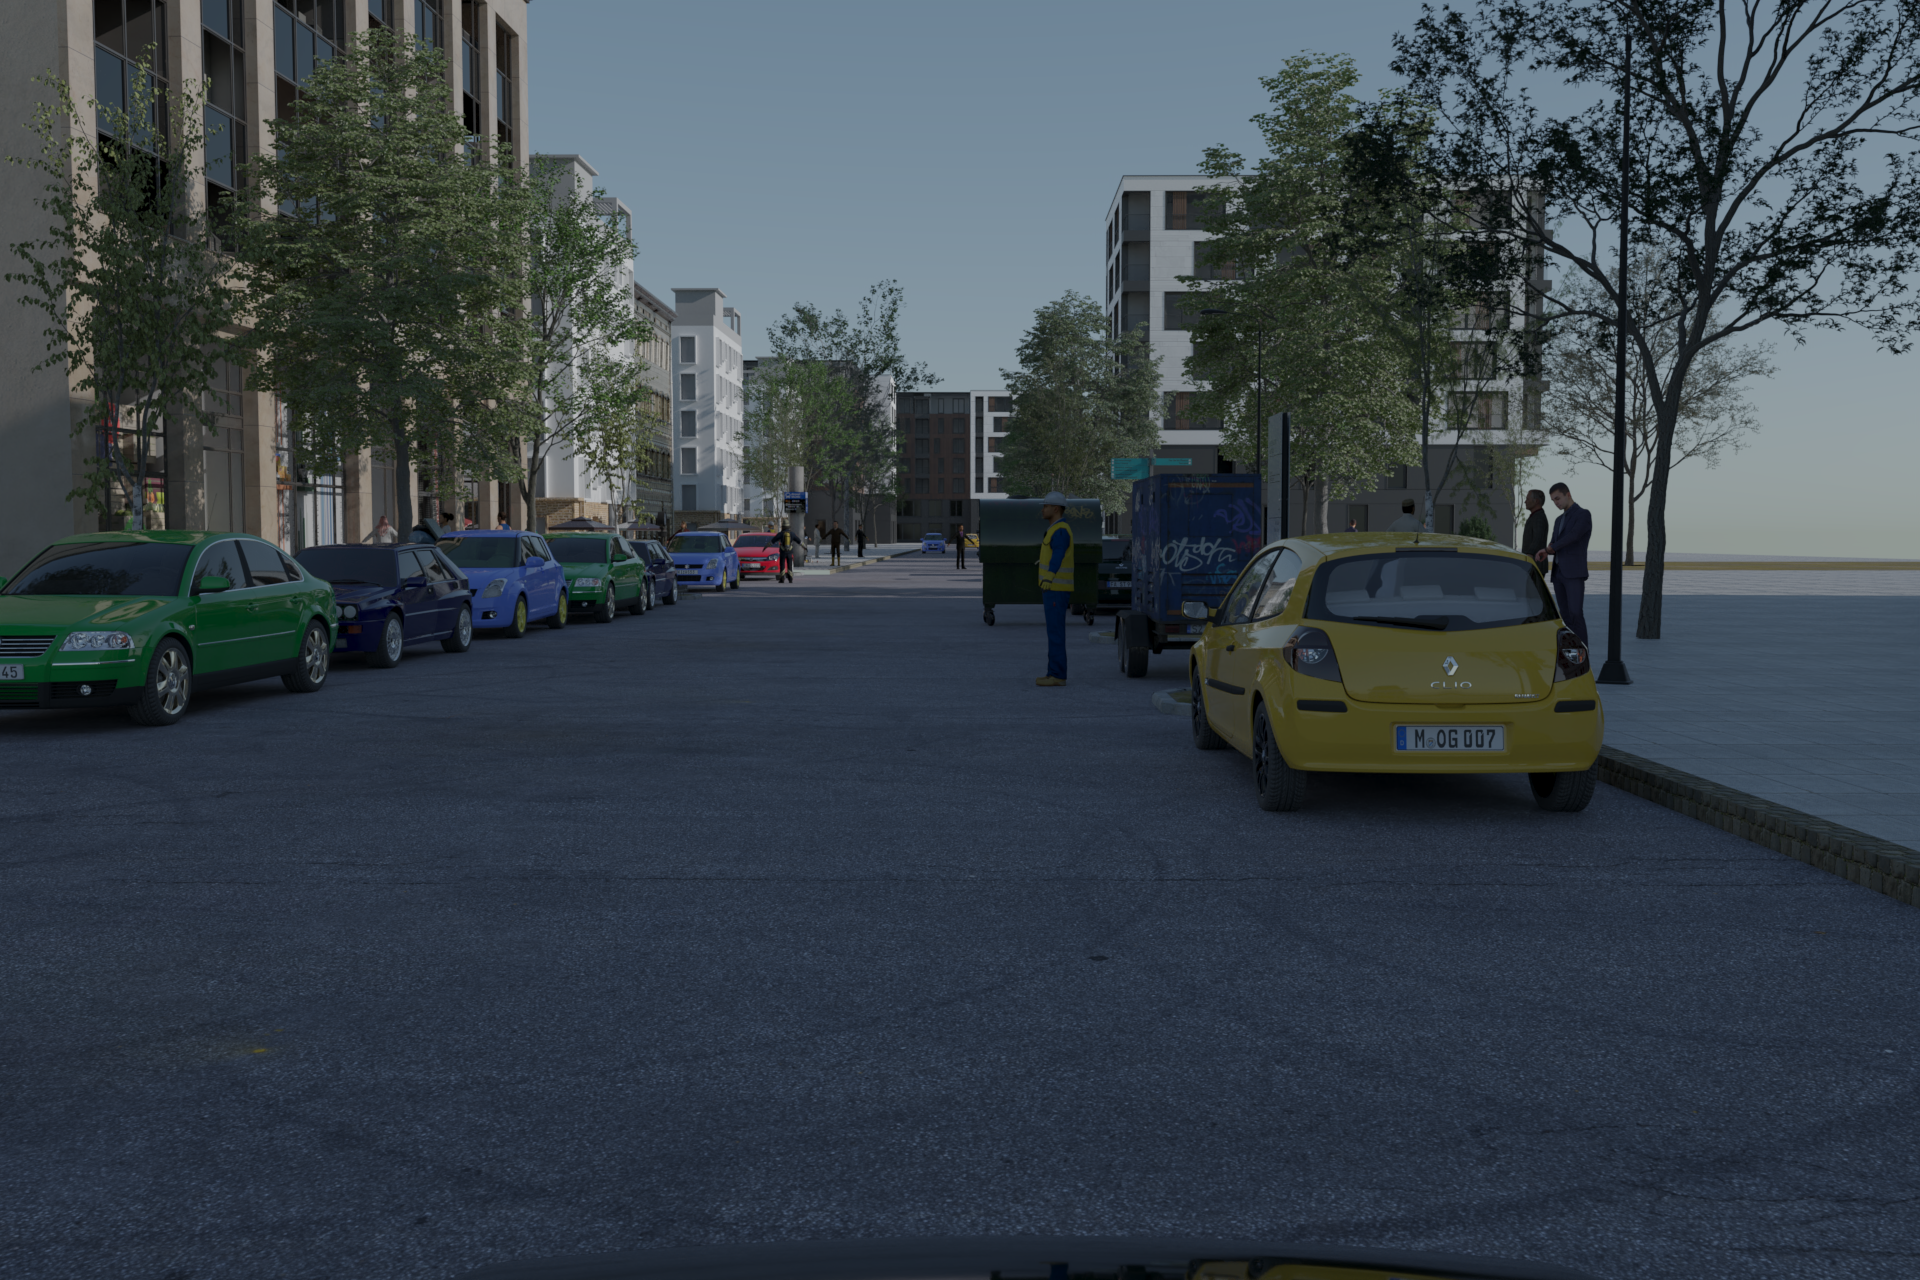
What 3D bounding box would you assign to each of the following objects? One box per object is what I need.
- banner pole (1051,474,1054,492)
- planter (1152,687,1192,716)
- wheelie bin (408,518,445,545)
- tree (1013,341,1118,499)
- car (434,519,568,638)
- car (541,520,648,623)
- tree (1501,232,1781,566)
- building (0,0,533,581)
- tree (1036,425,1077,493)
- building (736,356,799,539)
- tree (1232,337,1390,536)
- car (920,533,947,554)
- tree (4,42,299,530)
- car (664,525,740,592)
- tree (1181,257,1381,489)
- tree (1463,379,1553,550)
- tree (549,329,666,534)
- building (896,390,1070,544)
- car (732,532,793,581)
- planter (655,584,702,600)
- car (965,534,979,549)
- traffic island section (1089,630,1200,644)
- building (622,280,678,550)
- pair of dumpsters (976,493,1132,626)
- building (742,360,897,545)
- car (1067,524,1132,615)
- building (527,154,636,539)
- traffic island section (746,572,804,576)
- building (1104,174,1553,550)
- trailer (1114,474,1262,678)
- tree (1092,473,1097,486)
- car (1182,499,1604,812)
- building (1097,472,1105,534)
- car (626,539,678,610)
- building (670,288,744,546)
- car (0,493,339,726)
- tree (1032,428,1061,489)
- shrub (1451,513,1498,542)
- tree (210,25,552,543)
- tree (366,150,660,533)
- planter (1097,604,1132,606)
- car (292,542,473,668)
[{"bbox_3d":[3.815,-4.980,71.440,0.401,3.779,0.863,0,4,0],"label":"banner pole"},{"bbox_3d":[2.618,0.417,14.321,1.991,0.319,1.994,0,4,1],"label":"planter"},{"bbox_3d":[-10.609,-1.634,34.628,0.693,1.594,0.980,0,4,0],"label":"wheelie bin"},{"bbox_3d":[3.724,-7.131,66.953,4.360,8.622,3.978,0,3,0],"label":"tree"},{"bbox_3d":[-6.846,-0.938,24.933,1.945,1.707,3.694,0,4,1],"label":"car"},{"bbox_3d":[-6.485,-1.255,29.310,1.959,1.807,4.718,0,4,0],"label":"car"},{"bbox_3d":[27.063,-9.717,69.250,12.009,13.543,11.850,0,3,0],"label":"tree"},{"bbox_3d":[-29.056,-17.541,53.018,22.709,31.103,35.509,0,4,1],"label":"building"},{"bbox_3d":[6.605,-9.643,108.026,4.737,8.622,4.395,0,3,0],"label":"tree"},{"bbox_3d":[-23.194,-20.133,185.598,16.016,20.090,11.380,0,4,1],"label":"building"},{"bbox_3d":[15.203,-8.594,74.929,7.601,10.594,8.767,-1,4,-12],"label":"tree"},{"bbox_3d":[-1.934,-7.226,127.741,1.945,1.707,3.694,0,4,1],"label":"car"},{"bbox_3d":[-12.711,-4.679,26.870,4.737,8.622,4.395,0,3,0],"label":"tree"},{"bbox_3d":[-6.630,-2.103,43.971,1.945,1.707,3.694,0,4,1],"label":"car"},{"bbox_3d":[12.115,-8.500,64.731,9.928,11.665,9.643,0,3,0],"label":"tree"},{"bbox_3d":[26.153,-7.966,80.609,4.360,8.622,3.978,0,3,0],"label":"tree"},{"bbox_3d":[-12.138,-6.748,60.699,4.737,8.622,4.395,0,3,0],"label":"tree"},{"bbox_3d":[-0.951,-25.145,257.553,32.646,21.610,27.936,0,4,-1],"label":"building"},{"bbox_3d":[-6.321,-2.790,54.657,2.155,1.783,4.494,0,4,0],"label":"car"},{"bbox_3d":[-6.781,-1.053,38.351,1.991,0.319,1.994,0,4,1],"label":"planter"},{"bbox_3d":[0.985,-9.248,161.432,2.015,1.641,3.980,0,4,0],"label":"car"},{"bbox_3d":[2.743,-0.028,23.321,1.991,0.108,1.994,0,4,1],"label":"traffic island section"},{"bbox_3d":[-29.116,-17.091,110.369,19.493,23.208,18.063,0,3,0],"label":"building"},{"bbox_3d":[2.476,-1.378,27.475,4.436,2.255,1.574,0,4,0],"label":"pair of dumpsters"},{"bbox_3d":[-22.820,-22.976,219.627,27.936,21.610,32.646,0,4,1],"label":"building"},{"bbox_3d":[2.813,-1.364,32.081,2.009,1.686,4.222,0,3,0],"label":"car"},{"bbox_3d":[-24.037,-14.150,87.777,16.016,20.090,11.380,0,4,1],"label":"building"},{"bbox_3d":[-6.475,-2.298,60.438,1.991,0.108,1.994,0,4,1],"label":"traffic island section"},{"bbox_3d":[23.406,-16.580,115.065,27.936,21.610,32.646,0,4,1],"label":"building"},{"bbox_3d":[2.366,-0.689,18.308,1.471,1.999,3.904,0,3,0],"label":"trailer"},{"bbox_3d":[22.089,-21.317,255.179,9.857,13.997,8.962,0,3,0],"label":"tree"},{"bbox_3d":[2.402,-0.009,10.364,2.015,1.641,3.980,0,4,0],"label":"car"},{"bbox_3d":[22.083,-16.448,211.069,9.099,9.664,28.070,0,4,1],"label":"building"},{"bbox_3d":[-6.630,-1.299,33.826,1.945,1.354,3.894,0,4,0],"label":"car"},{"bbox_3d":[-23.660,-17.006,134.464,16.016,20.090,11.380,0,4,2],"label":"building"},{"bbox_3d":[-6.735,-0.339,14.345,1.959,1.807,4.718,0,4,1],"label":"car"},{"bbox_3d":[6.748,-10.126,115.917,4.737,8.622,4.395,0,3,0],"label":"tree"},{"bbox_3d":[19.225,-3.714,64.763,1.661,2.075,1.752,0,3,0],"label":"shrub"},{"bbox_3d":[-13.243,-7.431,39.630,7.486,12.596,7.792,0,3,0],"label":"tree"},{"bbox_3d":[-12.177,-7.499,48.364,9.928,11.665,9.643,0,3,0],"label":"tree"},{"bbox_3d":[2.857,-0.871,35.376,1.991,0.319,1.994,0,4,1],"label":"planter"},{"bbox_3d":[-6.868,-0.436,19.710,1.945,1.354,3.894,0,4,1],"label":"car"}]
